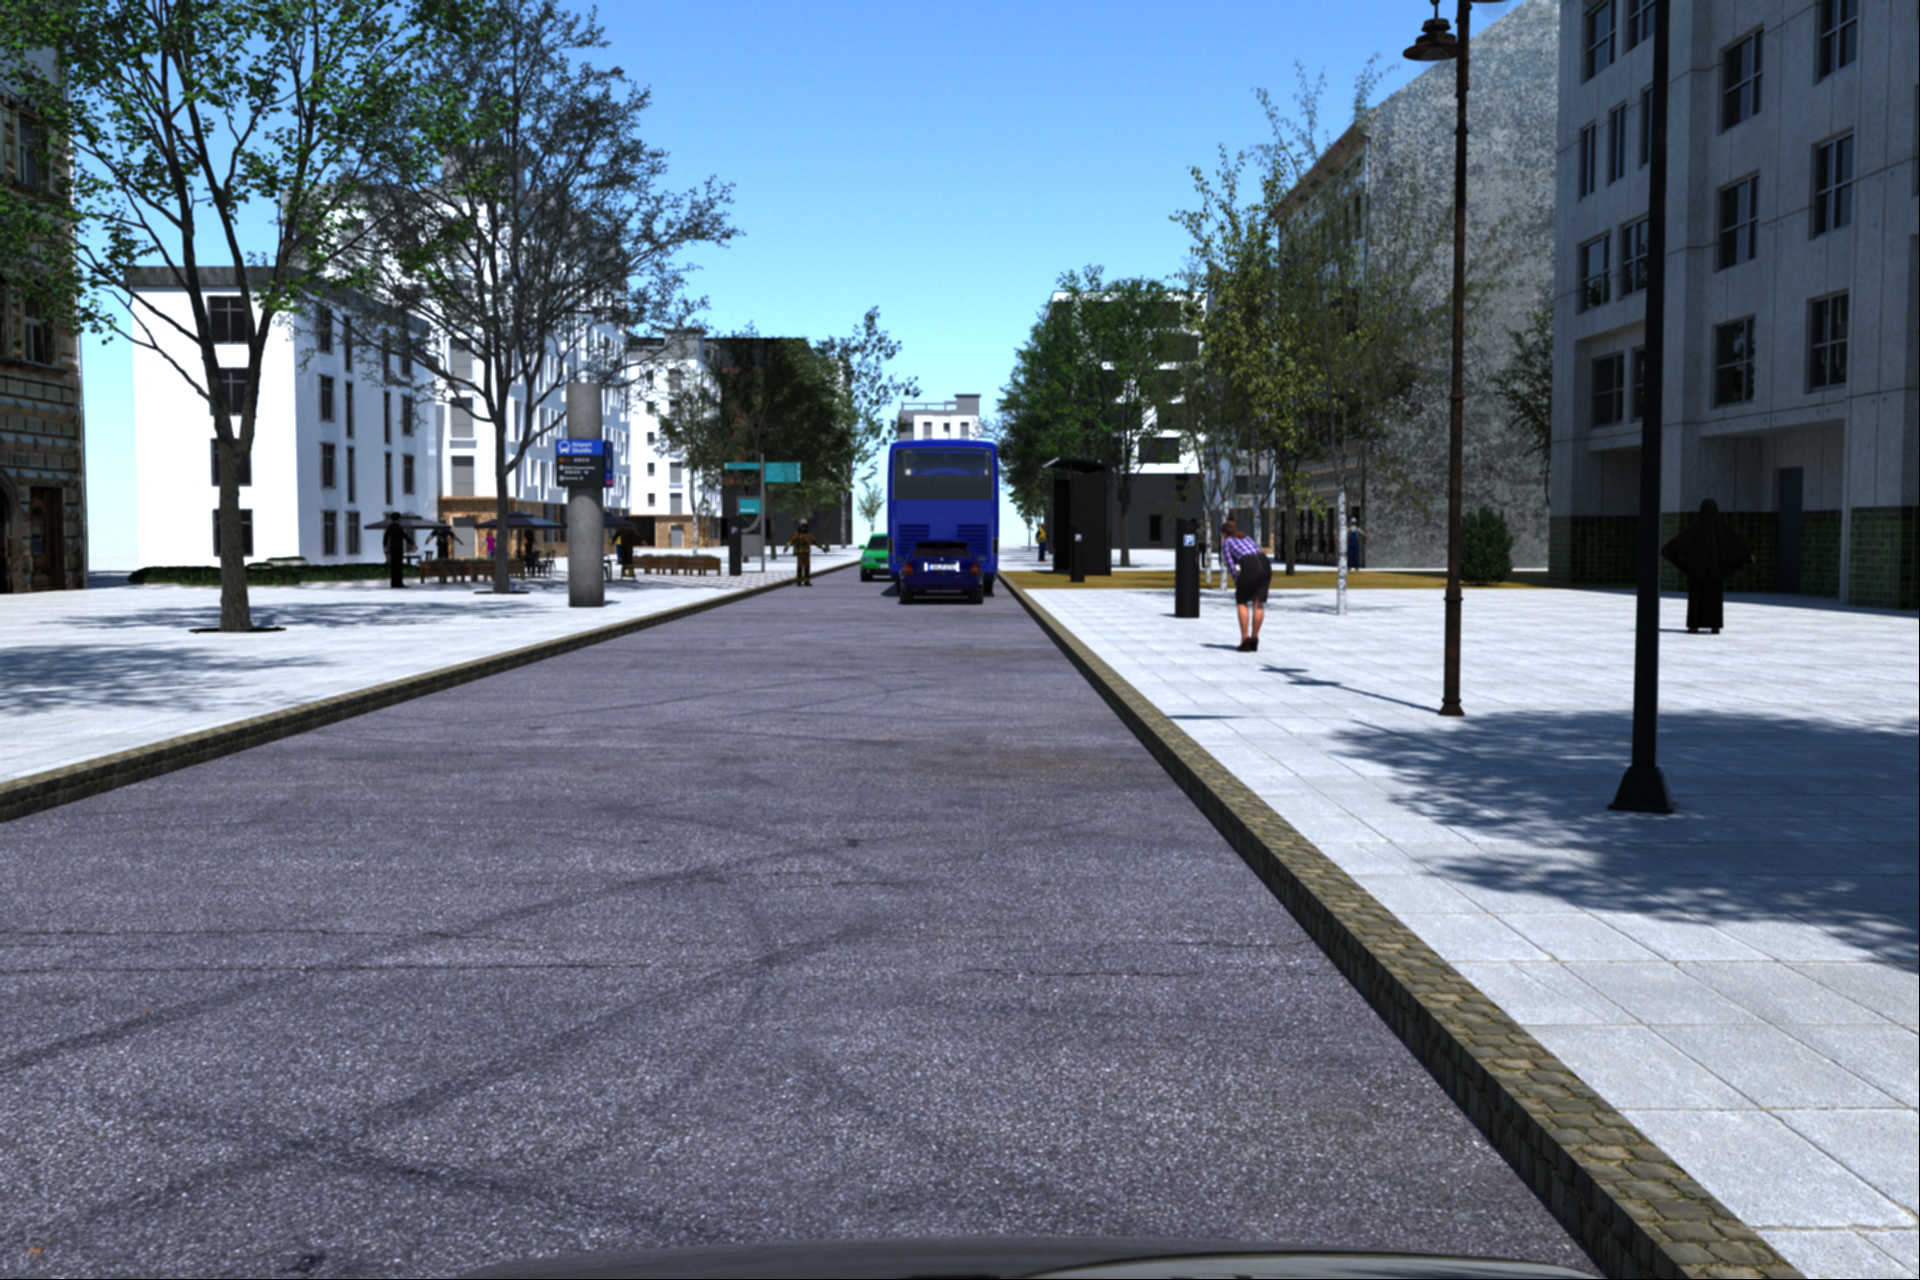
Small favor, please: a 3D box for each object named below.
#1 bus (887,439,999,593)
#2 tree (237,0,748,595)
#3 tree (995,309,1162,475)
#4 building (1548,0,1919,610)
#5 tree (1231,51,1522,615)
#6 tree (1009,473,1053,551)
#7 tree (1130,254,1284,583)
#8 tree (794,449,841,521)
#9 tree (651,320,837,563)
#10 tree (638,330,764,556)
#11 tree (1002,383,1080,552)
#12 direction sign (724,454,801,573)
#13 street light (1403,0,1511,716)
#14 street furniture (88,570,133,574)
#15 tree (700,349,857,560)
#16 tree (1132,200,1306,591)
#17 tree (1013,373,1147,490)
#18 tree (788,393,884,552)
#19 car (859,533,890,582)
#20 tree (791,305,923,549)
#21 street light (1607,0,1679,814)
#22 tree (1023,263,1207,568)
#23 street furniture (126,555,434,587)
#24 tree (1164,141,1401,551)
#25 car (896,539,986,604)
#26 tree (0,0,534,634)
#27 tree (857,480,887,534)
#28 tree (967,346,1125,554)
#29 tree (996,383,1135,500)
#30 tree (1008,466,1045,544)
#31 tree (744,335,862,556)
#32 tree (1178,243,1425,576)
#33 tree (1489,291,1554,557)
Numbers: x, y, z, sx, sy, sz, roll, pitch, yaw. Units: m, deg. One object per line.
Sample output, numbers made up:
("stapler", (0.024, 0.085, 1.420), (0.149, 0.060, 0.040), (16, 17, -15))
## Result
("bus", (-0.368, -3.274, 45.077), (2.896, 3.916, 12.251), (0, 3, 0))
("tree", (-9.736, -7.742, 36.956), (12.009, 13.543, 11.850), (0, 3, 0))
("tree", (5.592, -9.292, 77.685), (9.928, 11.665, 9.643), (0, 3, 0))
("building", (24.178, -10.019, 30.265), (16.747, 18.905, 31.486), (0, 3, 0))
("tree", (5.942, -4.711, 27.395), (4.360, 8.622, 3.978), (0, 3, 0))
("tree", (5.656, -11.297, 135.071), (4.737, 8.622, 4.395), (0, 3, 0))
("tree", (6.626, -5.832, 45.716), (4.360, 8.622, 3.978), (0, 3, 0))
("tree", (-9.731, -9.793, 110.479), (4.737, 8.622, 4.395), (0, 3, 0))
("tree", (-9.543, -8.675, 76.250), (8.767, 10.594, 7.601), (0, 4, -1))
("tree", (-9.698, -6.810, 61.706), (4.360, 8.622, 3.978), (0, 3, 0))
("tree", (6.503, -12.709, 125.915), (7.486, 12.596, 7.792), (0, 3, 0))
("direction sign", (-6.560, -4.246, 58.184), (2.525, 3.948, 1.411), (0, 4, 0))
("street light", (3.483, -2.404, 12.097), (0.468, 5.910, 1.993), (0, 4, 0))
("street furniture", (-29.473, -2.441, 46.770), (9.812, 1.723, 11.010), (2, 4, 32))
("tree", (-9.284, -9.307, 86.580), (8.767, 10.594, 7.601), (0, 4, 0))
("tree", (5.909, -5.386, 38.425), (4.360, 8.622, 3.978), (0, 3, 0))
("tree", (5.889, -9.463, 89.130), (7.601, 10.594, 8.767), (-3, 5, -41))
("tree", (-9.389, -12.083, 123.307), (9.928, 11.665, 9.643), (0, 3, 0))
("car", (-2.129, -2.745, 53.680), (1.959, 1.807, 4.718), (0, 3, 0))
("tree", (-9.344, -17.665, 144.717), (12.611, 20.169, 13.585), (0, 3, 0))
("street light", (3.741, -2.164, 7.927), (1.470, 5.913, 1.316), (0, 4, 0))
("tree", (6.297, -8.604, 66.428), (9.928, 11.665, 9.643), (0, 3, 0))
("street furniture", (-18.313, -1.908, 46.824), (5.734, 0.657, 10.072), (1, 4, 11))
("tree", (5.860, -5.044, 32.828), (4.737, 8.622, 4.395), (0, 3, 0))
("car", (-0.398, -1.475, 36.693), (1.945, 1.354, 3.894), (0, 4, -1))
("tree", (-9.514, -5.922, 22.579), (9.928, 11.665, 9.643), (0, 3, 0))
("tree", (-11.999, -17.399, 234.832), (4.737, 8.622, 4.395), (0, 3, 0))
("tree", (5.646, -12.178, 109.480), (12.009, 13.543, 11.850), (0, 3, 0))
("tree", (5.653, -10.091, 99.404), (8.767, 10.594, 7.601), (0, 4, -4))
("tree", (10.473, -18.808, 233.272), (9.928, 11.665, 9.643), (0, 3, 0))
("tree", (-9.229, -11.090, 99.454), (7.486, 12.596, 7.792), (0, 3, 0))
("tree", (10.416, -7.287, 53.557), (8.767, 10.594, 7.601), (2, 4, 31))
("tree", (18.510, -6.294, 53.266), (4.737, 8.622, 4.395), (0, 3, 0))
